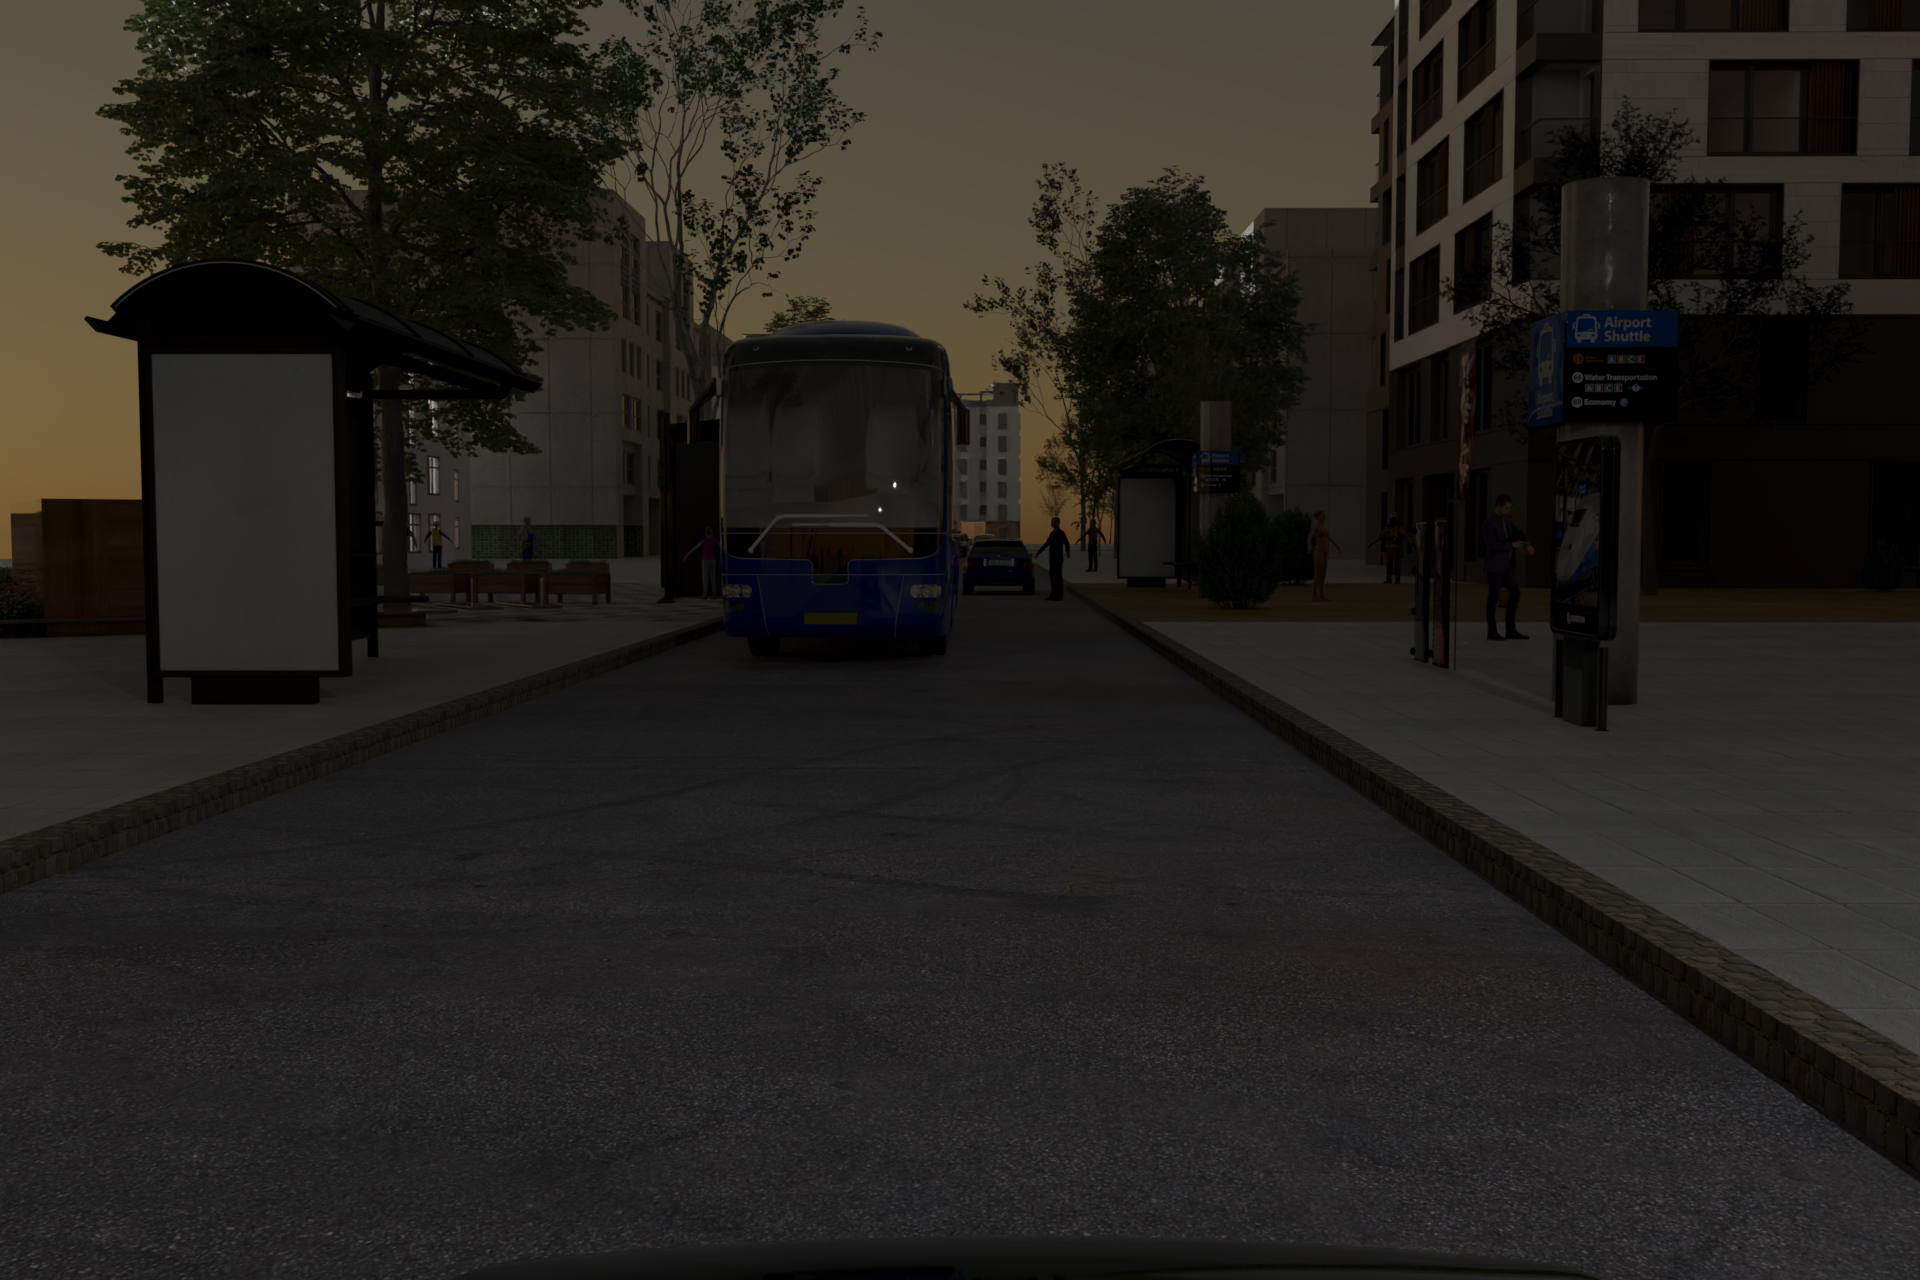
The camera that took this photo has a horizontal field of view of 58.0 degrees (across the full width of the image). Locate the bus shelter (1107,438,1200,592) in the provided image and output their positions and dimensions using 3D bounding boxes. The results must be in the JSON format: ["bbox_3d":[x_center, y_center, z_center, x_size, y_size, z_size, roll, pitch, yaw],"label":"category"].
[{"bbox_3d":[4.581,-2.765,39.125,2.014,3.302,5.546,0,4,0],"label":"bus shelter"}]

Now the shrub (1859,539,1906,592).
[{"bbox_3d":[20.464,-1.669,38.400,1.383,1.207,1.383,0,3,0],"label":"shrub"}]

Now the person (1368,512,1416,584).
[{"bbox_3d":[11.197,-2.386,44.778,1.354,1.858,0.705,3,5,42],"label":"person"}]

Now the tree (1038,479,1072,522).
[{"bbox_3d":[12.352,-16.264,216.277,4.360,8.622,3.978,0,3,0],"label":"tree"}]

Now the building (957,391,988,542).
[{"bbox_3d":[-3.429,-22.105,220.292,11.380,20.090,16.016,0,4,-6],"label":"building"}]

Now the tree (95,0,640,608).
[{"bbox_3d":[-8.183,-6.482,24.103,7.486,12.596,7.792,0,3,0],"label":"tree"}]

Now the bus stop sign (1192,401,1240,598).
[{"bbox_3d":[5.097,-2.788,34.598,0.837,3.901,0.837,0,3,0],"label":"bus stop sign"}]

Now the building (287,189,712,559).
[{"bbox_3d":[-25.861,-14.586,104.941,16.747,18.905,31.486,0,4,1],"label":"building"}]

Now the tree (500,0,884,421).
[{"bbox_3d":[-9.083,-11.972,51.629,12.611,20.169,13.585,0,3,0],"label":"tree"}]

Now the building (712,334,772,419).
[{"bbox_3d":[-21.937,-18.858,164.754,16.016,20.090,11.380,0,4,1],"label":"building"}]

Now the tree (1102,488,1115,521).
[{"bbox_3d":[19.794,-16.226,215.654,4.737,8.622,4.395,0,3,0],"label":"tree"}]

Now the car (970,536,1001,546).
[{"bbox_3d":[1.446,-4.496,86.094,1.945,1.354,3.894,0,4,1],"label":"car"}]

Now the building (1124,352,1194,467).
[{"bbox_3d":[26.155,-20.922,173.009,19.493,23.208,18.063,0,4,1],"label":"building"}]

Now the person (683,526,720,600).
[{"bbox_3d":[-4.922,-1.500,33.785,0.991,1.433,0.599,-2,4,-32],"label":"person"}]

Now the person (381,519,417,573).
[{"bbox_3d":[-15.368,-2.536,47.608,1.345,1.843,0.704,2,4,29],"label":"person"}]

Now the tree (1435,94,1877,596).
[{"bbox_3d":[14.480,-6.224,36.177,8.767,10.594,7.601,0,4,7],"label":"tree"}]

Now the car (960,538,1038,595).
[{"bbox_3d":[0.933,-1.799,41.999,1.945,1.354,3.894,0,4,1],"label":"car"}]

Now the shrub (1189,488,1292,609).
[{"bbox_3d":[4.811,-1.571,29.733,1.661,2.075,1.752,0,3,0],"label":"shrub"}]

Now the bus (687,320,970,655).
[{"bbox_3d":[-1.298,-1.970,23.752,2.896,3.916,12.251,0,4,0],"label":"bus"}]

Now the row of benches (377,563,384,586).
[{"bbox_3d":[-14.042,-1.379,38.003,4.104,0.672,1.422,1,4,20],"label":"row of benches"}]

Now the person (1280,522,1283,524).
[{"bbox_3d":[11.614,-3.397,62.269,0.721,1.740,1.216,0,4,-5],"label":"person"}]

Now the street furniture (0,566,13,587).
[{"bbox_3d":[-21.054,-1.575,32.599,11.010,1.723,9.812,-1,4,-19],"label":"street furniture"}]

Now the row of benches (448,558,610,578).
[{"bbox_3d":[-10.958,-1.730,43.755,4.104,0.672,1.422,0,4,-7],"label":"row of benches"}]

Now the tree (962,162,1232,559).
[{"bbox_3d":[6.937,-14.284,89.431,12.611,20.169,13.585,0,3,0],"label":"tree"}]

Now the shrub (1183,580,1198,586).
[{"bbox_3d":[6.074,-2.391,43.139,1.661,2.075,1.752,0,3,0],"label":"shrub"}]

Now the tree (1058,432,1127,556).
[{"bbox_3d":[7.979,-9.148,99.937,4.737,8.622,4.395,0,3,0],"label":"tree"}]

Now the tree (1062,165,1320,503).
[{"bbox_3d":[7.986,-9.398,60.314,9.857,13.997,8.962,0,3,0],"label":"tree"}]

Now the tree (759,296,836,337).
[{"bbox_3d":[-7.571,-10.100,83.261,7.486,12.596,7.792,0,3,0],"label":"tree"}]

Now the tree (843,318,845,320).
[{"bbox_3d":[-7.505,-11.510,98.553,12.009,13.543,11.850,0,3,0],"label":"tree"}]

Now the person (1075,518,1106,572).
[{"bbox_3d":[4.518,-3.245,59.189,1.348,1.813,0.705,-2,4,-34],"label":"person"}]

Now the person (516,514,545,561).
[{"bbox_3d":[-12.464,-2.701,50.025,0.705,1.847,1.347,1,4,19],"label":"person"}]

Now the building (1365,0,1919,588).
[{"bbox_3d":[27.461,-12.988,56.332,27.936,21.610,32.646,0,4,1],"label":"building"}]

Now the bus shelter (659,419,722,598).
[{"bbox_3d":[-5.100,-2.830,37.554,1.731,3.624,6.357,0,4,1],"label":"bus shelter"}]

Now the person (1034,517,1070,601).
[{"bbox_3d":[2.046,-1.755,37.375,0.704,1.802,1.346,-2,4,-29],"label":"person"}]

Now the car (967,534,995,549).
[{"bbox_3d":[1.439,-5.567,101.246,2.015,1.641,3.980,0,4,0],"label":"car"}]

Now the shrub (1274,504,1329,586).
[{"bbox_3d":[8.367,-2.377,43.284,1.690,2.028,1.600,0,3,0],"label":"shrub"}]

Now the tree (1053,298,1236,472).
[{"bbox_3d":[7.905,-9.025,73.313,9.928,11.665,9.643,0,3,0],"label":"tree"}]

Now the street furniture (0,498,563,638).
[{"bbox_3d":[-12.489,-1.152,25.685,11.010,1.723,9.812,-2,4,-32],"label":"street furniture"}]

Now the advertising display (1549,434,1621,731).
[{"bbox_3d":[4.192,-0.394,11.655,0.123,1.923,0.974,0,4,1],"label":"advertising display"}]

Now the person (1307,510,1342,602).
[{"bbox_3d":[6.915,-1.596,32.903,0.721,1.733,1.217,3,5,41],"label":"person"}]

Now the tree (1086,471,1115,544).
[{"bbox_3d":[19.650,-17.625,222.579,7.601,10.594,8.767,0,3,0],"label":"tree"}]

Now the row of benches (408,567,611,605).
[{"bbox_3d":[-8.370,-1.028,32.265,4.104,0.672,1.422,1,4,14],"label":"row of benches"}]

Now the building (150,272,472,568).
[{"bbox_3d":[-24.752,-7.809,69.833,9.099,9.664,28.070,0,4,2],"label":"building"}]

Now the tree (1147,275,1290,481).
[{"bbox_3d":[6.844,-6.100,50.095,4.360,8.622,3.978,0,3,0],"label":"tree"}]

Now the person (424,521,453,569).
[{"bbox_3d":[-19.338,-3.530,64.187,1.216,1.772,0.721,1,4,15],"label":"person"}]

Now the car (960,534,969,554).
[{"bbox_3d":[-0.380,-6.759,120.301,2.009,1.686,4.222,0,4,1],"label":"car"}]

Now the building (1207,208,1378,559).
[{"bbox_3d":[24.949,-14.441,102.561,16.747,18.905,31.486,0,4,1],"label":"building"}]

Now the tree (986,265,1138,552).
[{"bbox_3d":[8.198,-16.379,123.689,12.611,20.169,13.585,0,3,0],"label":"tree"}]

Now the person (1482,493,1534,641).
[{"bbox_3d":[6.634,-0.879,20.864,0.683,1.767,0.568,-3,5,-45],"label":"person"}]

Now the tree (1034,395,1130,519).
[{"bbox_3d":[8.414,-10.843,111.688,8.767,10.594,7.601,2,4,27],"label":"tree"}]

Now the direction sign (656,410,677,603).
[{"bbox_3d":[-5.459,-2.453,32.097,0.379,3.537,0.876,0,4,1],"label":"direction sign"}]

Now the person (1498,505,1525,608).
[{"bbox_3d":[9.575,-1.475,30.254,0.704,1.812,1.346,0,4,3],"label":"person"}]

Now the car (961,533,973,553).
[{"bbox_3d":[-0.064,-7.030,124.533,1.945,1.707,3.694,0,4,0],"label":"car"}]

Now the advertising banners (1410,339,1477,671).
[{"bbox_3d":[4.645,-1.253,16.672,0.090,3.025,2.074,0,4,1],"label":"advertising banners"}]

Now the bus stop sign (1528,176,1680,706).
[{"bbox_3d":[4.856,-1.476,13.144,0.837,3.901,0.837,0,4,1],"label":"bus stop sign"}]

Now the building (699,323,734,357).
[{"bbox_3d":[-26.263,-21.850,188.171,19.493,23.208,18.063,0,4,1],"label":"building"}]

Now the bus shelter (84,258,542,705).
[{"bbox_3d":[-5.394,-1.319,15.491,2.014,3.302,5.546,0,3,0],"label":"bus shelter"}]
